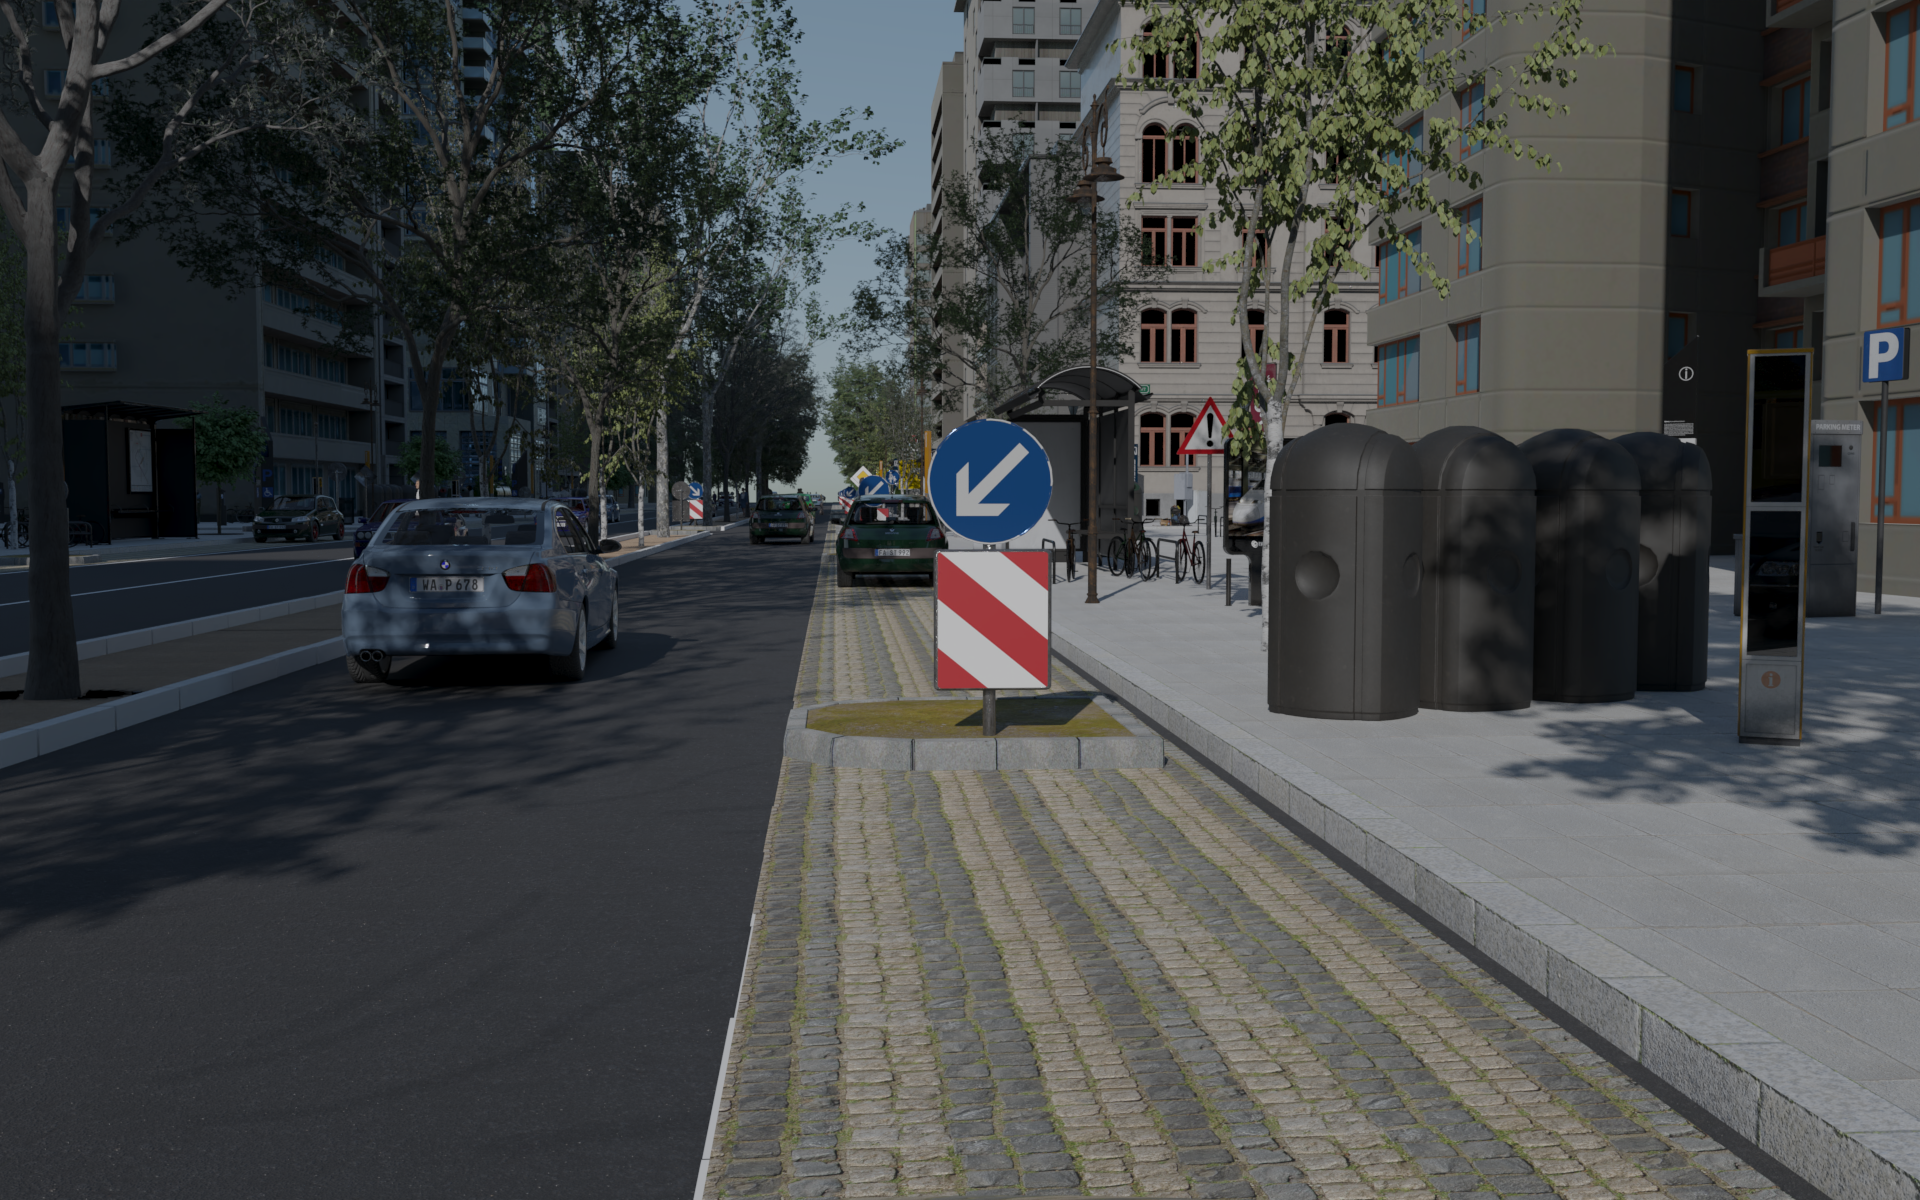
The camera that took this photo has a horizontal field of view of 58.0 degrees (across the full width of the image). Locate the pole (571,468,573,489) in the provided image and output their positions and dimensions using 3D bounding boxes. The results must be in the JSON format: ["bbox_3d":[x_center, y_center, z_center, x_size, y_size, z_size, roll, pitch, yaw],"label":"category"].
[{"bbox_3d":[-30.775,-8.784,137.469,0.158,3.312,0.155,0,3,0],"label":"pole"}]

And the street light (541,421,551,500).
[{"bbox_3d":[-26.277,-8.393,110.013,0.468,5.910,1.993,0,4,-4],"label":"street light"}]

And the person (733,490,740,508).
[{"bbox_3d":[-23.177,-10.540,180.968,0.705,1.807,1.348,3,4,36],"label":"person"}]

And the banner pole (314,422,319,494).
[{"bbox_3d":[-22.351,-4.295,60.239,0.401,3.779,0.863,-1,4,-23],"label":"banner pole"}]

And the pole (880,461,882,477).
[{"bbox_3d":[-4.847,-6.881,106.345,0.158,3.312,0.155,0,3,0],"label":"pole"}]

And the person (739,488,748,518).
[{"bbox_3d":[-12.864,-5.785,103.112,0.581,1.822,0.654,2,4,30],"label":"person"}]

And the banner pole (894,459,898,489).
[{"bbox_3d":[-3.757,-7.186,107.513,0.863,3.779,0.401,-2,4,-27],"label":"banner pole"}]

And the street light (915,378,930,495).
[{"bbox_3d":[-1.339,-5.404,61.139,0.468,5.910,1.993,0,4,-4],"label":"street light"}]

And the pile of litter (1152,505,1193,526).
[{"bbox_3d":[8.554,-3.416,69.824,1.719,0.858,1.176,0,3,0],"label":"pile of litter"}]

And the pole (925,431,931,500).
[{"bbox_3d":[-1.037,-3.810,56.135,0.158,3.312,0.155,0,3,0],"label":"pole"}]

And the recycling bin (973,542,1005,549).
[{"bbox_3d":[0.748,-1.652,39.566,0.722,1.027,0.722,2,4,24],"label":"recycling bin"}]

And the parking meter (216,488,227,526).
[{"bbox_3d":[-29.976,-3.785,70.295,0.372,1.533,0.369,0,3,0],"label":"parking meter"}]

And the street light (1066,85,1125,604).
[{"bbox_3d":[1.555,-2.899,20.182,0.468,5.910,1.993,0,4,-4],"label":"street light"}]

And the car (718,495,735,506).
[{"bbox_3d":[-27.430,-11.668,203.355,1.945,1.354,3.894,0,4,-5],"label":"car"}]

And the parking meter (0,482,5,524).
[{"bbox_3d":[-41.571,-4.234,74.941,0.399,1.863,0.255,-3,5,-39],"label":"parking meter"}]

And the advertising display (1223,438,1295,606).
[{"bbox_3d":[3.503,-0.895,19.851,0.974,1.923,0.123,0,4,-6],"label":"advertising display"}]

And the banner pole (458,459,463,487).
[{"bbox_3d":[-35.957,-8.234,124.645,0.863,3.779,0.401,3,5,43],"label":"banner pole"}]

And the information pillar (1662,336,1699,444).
[{"bbox_3d":[10.748,-2.111,25.865,0.504,3.616,0.183,3,4,37],"label":"information pillar"}]

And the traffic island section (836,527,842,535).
[{"bbox_3d":[-3.407,-2.397,61.468,2.009,0.180,2.903,0,4,-4],"label":"traffic island section"}]

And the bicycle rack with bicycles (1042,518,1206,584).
[{"bbox_3d":[2.310,-0.754,25.717,2.852,0.926,2.925,0,4,-1],"label":"bicycle rack with bicycles"}]

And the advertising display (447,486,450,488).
[{"bbox_3d":[-39.604,-7.882,134.076,0.123,1.923,0.974,-1,4,-9],"label":"advertising display"}]

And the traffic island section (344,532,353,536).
[{"bbox_3d":[-20.654,-2.321,60.228,2.009,0.180,2.903,0,4,-4],"label":"traffic island section"}]

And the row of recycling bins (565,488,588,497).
[{"bbox_3d":[-28.712,-7.457,129.039,1.069,1.692,3.534,-2,4,-32],"label":"row of recycling bins"}]

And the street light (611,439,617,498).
[{"bbox_3d":[-28.875,-10.503,144.508,0.468,5.910,1.993,0,4,-4],"label":"street light"}]

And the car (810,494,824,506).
[{"bbox_3d":[-15.289,-10.381,181.738,2.014,1.417,4.499,0,4,-3],"label":"car"}]

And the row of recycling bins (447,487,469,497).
[{"bbox_3d":[-28.995,-5.438,96.019,3.534,1.692,1.069,0,4,-5],"label":"row of recycling bins"}]

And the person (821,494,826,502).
[{"bbox_3d":[-19.935,-14.707,252.147,0.799,1.438,0.628,0,4,-4],"label":"person"}]

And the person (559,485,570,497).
[{"bbox_3d":[-18.575,-4.470,81.435,0.661,1.843,0.795,-3,5,-42],"label":"person"}]

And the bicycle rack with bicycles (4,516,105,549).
[{"bbox_3d":[-22.135,-1.729,41.658,2.925,0.926,2.852,-2,4,-29],"label":"bicycle rack with bicycles"}]

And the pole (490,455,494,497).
[{"bbox_3d":[-24.652,-5.955,91.211,0.158,3.312,0.155,0,3,0],"label":"pole"}]

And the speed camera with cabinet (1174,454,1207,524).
[{"bbox_3d":[9.982,-4.912,74.649,0.660,3.252,2.038,3,4,39],"label":"speed camera with cabinet"}]

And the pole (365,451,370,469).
[{"bbox_3d":[-27.967,-5.381,81.825,0.158,3.312,0.155,0,3,0],"label":"pole"}]

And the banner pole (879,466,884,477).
[{"bbox_3d":[-6.062,-9.029,137.641,0.863,3.779,0.401,-2,4,-34],"label":"banner pole"}]

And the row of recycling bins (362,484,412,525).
[{"bbox_3d":[-24.409,-4.056,73.427,1.069,1.692,3.534,0,4,-2],"label":"row of recycling bins"}]

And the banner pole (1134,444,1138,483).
[{"bbox_3d":[7.450,-5.258,75.979,0.863,3.779,0.401,2,4,34],"label":"banner pole"}]

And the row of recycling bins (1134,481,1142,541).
[{"bbox_3d":[3.258,-2.495,47.898,3.534,1.692,1.069,0,4,-3],"label":"row of recycling bins"}]

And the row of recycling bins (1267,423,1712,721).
[{"bbox_3d":[3.437,-0.227,10.822,3.534,1.692,1.069,-2,4,-32],"label":"row of recycling bins"}]

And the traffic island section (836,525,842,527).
[{"bbox_3d":[-3.984,-2.884,69.432,2.009,0.180,2.903,0,4,-4],"label":"traffic island section"}]

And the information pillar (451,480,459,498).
[{"bbox_3d":[-26.609,-5.311,91.320,0.304,2.012,0.304,0,4,5],"label":"information pillar"}]

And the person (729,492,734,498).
[{"bbox_3d":[-34.109,-15.134,255.943,1.348,1.824,0.705,1,4,18],"label":"person"}]

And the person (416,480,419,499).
[{"bbox_3d":[-14.929,-2.423,48.218,0.850,1.850,0.679,0,4,5],"label":"person"}]

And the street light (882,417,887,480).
[{"bbox_3d":[-4.387,-7.948,102.732,0.468,5.910,1.993,0,4,-4],"label":"street light"}]

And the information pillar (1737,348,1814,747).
[{"bbox_3d":[4.197,-0.271,8.920,0.304,2.012,0.304,2,4,25],"label":"information pillar"}]

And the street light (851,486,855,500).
[{"bbox_3d":[-18.994,-20.218,303.345,0.468,5.910,1.993,0,4,-4],"label":"street light"}]

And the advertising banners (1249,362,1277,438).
[{"bbox_3d":[4.499,-1.616,22.615,0.090,3.025,2.074,-3,4,-36],"label":"advertising banners"}]

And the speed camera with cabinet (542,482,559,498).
[{"bbox_3d":[-31.531,-8.542,134.002,0.660,3.252,2.038,1,4,23],"label":"speed camera with cabinet"}]

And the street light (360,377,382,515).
[{"bbox_3d":[-23.328,-5.867,68.716,0.468,5.910,1.993,0,4,-4],"label":"street light"}]

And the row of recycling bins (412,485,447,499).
[{"bbox_3d":[-24.159,-4.295,77.334,1.069,1.692,3.534,0,4,2],"label":"row of recycling bins"}]

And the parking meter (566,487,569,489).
[{"bbox_3d":[-30.757,-7.964,135.915,0.399,1.863,0.255,-1,4,-18],"label":"parking meter"}]

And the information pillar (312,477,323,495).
[{"bbox_3d":[-28.264,-4.389,76.244,0.304,2.012,0.304,1,4,13],"label":"information pillar"}]

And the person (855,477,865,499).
[{"bbox_3d":[-2.127,-1.808,38.251,0.419,1.800,0.721,-1,4,-8],"label":"person"}]

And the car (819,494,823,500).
[{"bbox_3d":[-17.196,-12.047,207.188,2.015,1.641,3.980,0,4,-5],"label":"car"}]

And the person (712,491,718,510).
[{"bbox_3d":[-21.767,-8.805,153.386,0.541,1.710,0.530,3,5,41],"label":"person"}]

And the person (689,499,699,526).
[{"bbox_3d":[-11.463,-3.799,74.881,0.640,1.303,0.475,1,4,18],"label":"person"}]

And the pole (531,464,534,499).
[{"bbox_3d":[-28.864,-7.525,116.878,0.158,3.312,0.155,0,3,0],"label":"pole"}]

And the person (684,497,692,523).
[{"bbox_3d":[-13.172,-4.598,84.033,0.694,1.780,0.624,2,4,32],"label":"person"}]

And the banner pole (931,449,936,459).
[{"bbox_3d":[-1.064,-5.724,83.604,0.863,3.779,0.401,1,4,10],"label":"banner pole"}]

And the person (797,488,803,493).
[{"bbox_3d":[-10.611,-6.504,114.823,0.580,1.828,0.573,3,4,39],"label":"person"}]
